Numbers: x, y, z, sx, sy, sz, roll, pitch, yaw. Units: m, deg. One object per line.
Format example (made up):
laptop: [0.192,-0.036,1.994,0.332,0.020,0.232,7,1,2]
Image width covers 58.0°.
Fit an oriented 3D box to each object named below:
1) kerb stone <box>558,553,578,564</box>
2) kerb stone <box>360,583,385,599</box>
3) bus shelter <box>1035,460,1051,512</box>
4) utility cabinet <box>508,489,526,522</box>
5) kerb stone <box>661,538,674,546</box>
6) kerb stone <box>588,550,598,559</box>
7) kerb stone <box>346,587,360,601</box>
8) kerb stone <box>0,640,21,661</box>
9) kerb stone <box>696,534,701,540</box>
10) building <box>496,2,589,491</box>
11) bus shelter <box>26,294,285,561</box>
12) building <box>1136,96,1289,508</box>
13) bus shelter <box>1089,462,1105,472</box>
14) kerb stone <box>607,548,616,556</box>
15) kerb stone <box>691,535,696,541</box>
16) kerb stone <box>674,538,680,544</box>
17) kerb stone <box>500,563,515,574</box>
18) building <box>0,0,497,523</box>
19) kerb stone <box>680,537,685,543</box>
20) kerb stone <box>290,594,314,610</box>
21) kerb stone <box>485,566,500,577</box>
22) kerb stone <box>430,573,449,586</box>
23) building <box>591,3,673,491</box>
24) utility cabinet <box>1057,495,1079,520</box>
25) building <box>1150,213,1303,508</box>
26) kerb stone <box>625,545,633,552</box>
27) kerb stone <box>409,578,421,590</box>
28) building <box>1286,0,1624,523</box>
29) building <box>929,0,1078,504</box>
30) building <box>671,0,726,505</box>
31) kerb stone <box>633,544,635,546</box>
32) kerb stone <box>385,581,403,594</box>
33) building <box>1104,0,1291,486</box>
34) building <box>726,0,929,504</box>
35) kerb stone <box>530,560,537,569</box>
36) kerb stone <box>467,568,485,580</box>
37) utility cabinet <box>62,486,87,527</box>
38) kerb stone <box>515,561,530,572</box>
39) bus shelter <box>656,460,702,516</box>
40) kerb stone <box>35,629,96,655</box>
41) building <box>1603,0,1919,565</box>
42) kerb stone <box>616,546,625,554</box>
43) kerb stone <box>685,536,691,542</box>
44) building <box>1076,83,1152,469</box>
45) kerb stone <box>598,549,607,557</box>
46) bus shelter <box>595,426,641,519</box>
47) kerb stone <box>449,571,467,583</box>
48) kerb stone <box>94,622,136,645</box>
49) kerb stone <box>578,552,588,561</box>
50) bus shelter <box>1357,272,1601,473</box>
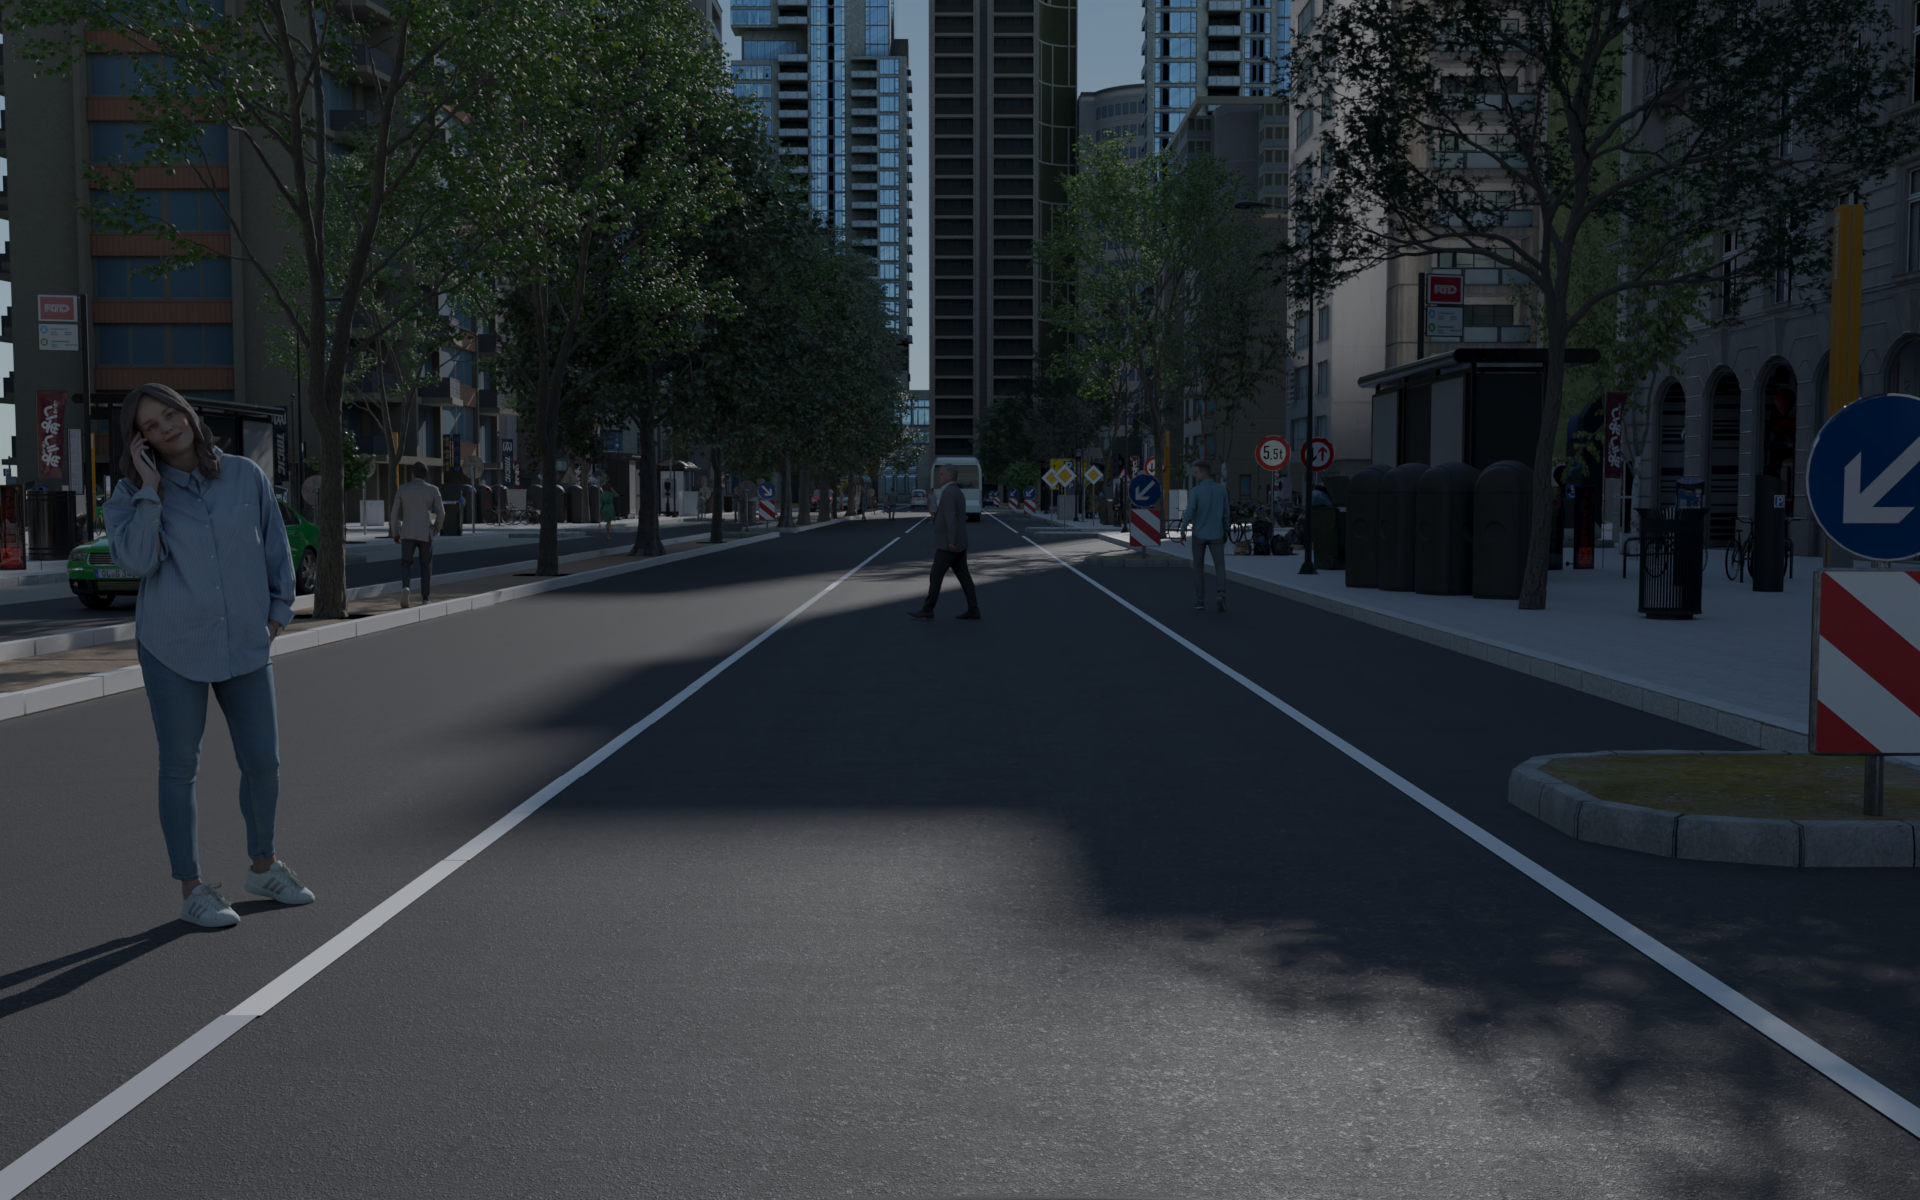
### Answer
kerb stone: [-8.230,-0.854,36.276,0.120,0.150,1.000,0,3,0]
kerb stone: [-8.213,-0.108,23.964,0.120,0.150,1.000,0,3,0]
bus shelter: [6.268,-7.926,120.879,1.731,3.624,6.357,0,3,0]
utility cabinet: [-20.447,-4.318,79.276,1.173,1.500,0.318,-1,4,-11]
kerb stone: [-8.240,-1.613,48.563,0.120,0.150,1.000,0,3,0]
kerb stone: [-8.233,-0.983,38.324,0.120,0.150,1.000,0,3,0]
kerb stone: [-8.217,-0.046,22.942,0.120,0.150,1.000,0,3,0]
kerb stone: [-8.215,0.455,14.757,0.120,0.150,1.000,0,3,0]
kerb stone: [-8.244,-1.927,53.698,0.120,0.150,1.000,0,3,0]
building: [-33.652,-26.616,118.759,14.154,41.232,14.086,0,3,0]
bus shelter: [-17.385,-3.660,37.476,2.179,5.291,8.768,0,3,0]
building: [32.767,-28.765,162.192,32.217,40.220,23.993,0,3,0]
bus shelter: [8.405,-7.163,111.041,2.014,3.302,5.546,0,3,0]
kerb stone: [-8.235,-1.112,40.369,0.120,0.150,1.000,0,3,0]
kerb stone: [-8.245,-1.864,52.674,0.120,0.150,1.000,0,3,0]
kerb stone: [-8.242,-1.675,49.591,0.120,0.150,1.000,0,3,0]
kerb stone: [-8.228,-0.540,31.137,0.120,0.150,1.000,0,3,0]
building: [-35.874,-26.581,89.228,22.147,44.769,28.867,0,3,0]
kerb stone: [-8.246,-1.738,50.613,0.120,0.150,1.000,0,3,0]
kerb stone: [-8.231,0.017,21.920,0.120,0.150,1.000,0,3,0]
kerb stone: [-8.230,-0.481,30.099,0.120,0.150,1.000,0,3,0]
kerb stone: [-8.226,-0.296,27.033,0.120,0.150,1.000,0,3,0]
building: [-37.649,-51.469,154.195,22.319,86.520,31.000,0,3,0]
utility cabinet: [5.340,-4.567,85.835,1.020,1.237,0.306,-1,4,-15]
building: [28.747,-16.890,121.198,27.650,21.520,28.899,0,3,0]
kerb stone: [-8.235,-1.237,42.413,0.120,0.150,1.000,0,3,0]
kerb stone: [-8.215,-0.233,26.012,0.120,0.150,1.000,0,3,0]
building: [23.701,-24.348,81.678,14.086,41.232,14.154,0,3,0]
building: [6.066,-49.248,243.454,20.611,71.187,20.563,0,3,0]
building: [-41.077,-39.884,194.107,28.212,58.520,21.231,0,3,0]
kerb stone: [-8.230,-1.299,43.436,0.120,0.150,1.000,0,3,0]
kerb stone: [-8.215,-0.171,24.986,0.120,0.150,1.000,0,3,0]
building: [28.295,-53.550,188.220,22.319,86.520,31.000,0,3,0]
building: [-19.740,-56.967,244.074,31.000,86.520,22.319,0,3,0]
kerb stone: [-8.232,-0.673,33.193,0.120,0.150,1.000,0,3,0]
kerb stone: [-8.223,-0.417,29.078,0.120,0.150,1.000,0,3,0]
utility cabinet: [-23.191,-2.245,45.390,0.318,1.500,1.173,-3,5,-40]
kerb stone: [-8.225,-0.609,32.159,0.120,0.150,1.000,0,3,0]
bus shelter: [-16.949,-6.747,104.242,2.014,3.302,5.546,0,3,0]
kerb stone: [-8.207,0.392,15.778,0.120,0.150,1.000,0,3,0]
building: [23.156,-11.739,33.731,13.314,21.916,24.055,0,3,0]
kerb stone: [-8.235,-1.170,41.391,0.120,0.150,1.000,0,3,0]
kerb stone: [-8.245,-1.796,51.639,0.120,0.150,1.000,0,3,0]
building: [30.476,-42.999,245.030,28.212,58.520,21.231,0,3,0]
kerb stone: [-8.235,-1.049,39.346,0.120,0.150,1.000,0,3,0]
bus shelter: [-17.679,-6.836,89.394,2.179,5.291,8.768,0,3,0]
kerb stone: [-8.224,-0.355,28.056,0.120,0.150,1.000,0,3,0]
kerb stone: [-8.211,0.331,16.800,0.120,0.150,1.000,0,3,0]
kerb stone: [-8.226,-0.924,37.302,0.120,0.150,1.000,0,3,0]
bus shelter: [8.129,-3.151,29.149,2.179,5.291,8.768,0,3,0]
